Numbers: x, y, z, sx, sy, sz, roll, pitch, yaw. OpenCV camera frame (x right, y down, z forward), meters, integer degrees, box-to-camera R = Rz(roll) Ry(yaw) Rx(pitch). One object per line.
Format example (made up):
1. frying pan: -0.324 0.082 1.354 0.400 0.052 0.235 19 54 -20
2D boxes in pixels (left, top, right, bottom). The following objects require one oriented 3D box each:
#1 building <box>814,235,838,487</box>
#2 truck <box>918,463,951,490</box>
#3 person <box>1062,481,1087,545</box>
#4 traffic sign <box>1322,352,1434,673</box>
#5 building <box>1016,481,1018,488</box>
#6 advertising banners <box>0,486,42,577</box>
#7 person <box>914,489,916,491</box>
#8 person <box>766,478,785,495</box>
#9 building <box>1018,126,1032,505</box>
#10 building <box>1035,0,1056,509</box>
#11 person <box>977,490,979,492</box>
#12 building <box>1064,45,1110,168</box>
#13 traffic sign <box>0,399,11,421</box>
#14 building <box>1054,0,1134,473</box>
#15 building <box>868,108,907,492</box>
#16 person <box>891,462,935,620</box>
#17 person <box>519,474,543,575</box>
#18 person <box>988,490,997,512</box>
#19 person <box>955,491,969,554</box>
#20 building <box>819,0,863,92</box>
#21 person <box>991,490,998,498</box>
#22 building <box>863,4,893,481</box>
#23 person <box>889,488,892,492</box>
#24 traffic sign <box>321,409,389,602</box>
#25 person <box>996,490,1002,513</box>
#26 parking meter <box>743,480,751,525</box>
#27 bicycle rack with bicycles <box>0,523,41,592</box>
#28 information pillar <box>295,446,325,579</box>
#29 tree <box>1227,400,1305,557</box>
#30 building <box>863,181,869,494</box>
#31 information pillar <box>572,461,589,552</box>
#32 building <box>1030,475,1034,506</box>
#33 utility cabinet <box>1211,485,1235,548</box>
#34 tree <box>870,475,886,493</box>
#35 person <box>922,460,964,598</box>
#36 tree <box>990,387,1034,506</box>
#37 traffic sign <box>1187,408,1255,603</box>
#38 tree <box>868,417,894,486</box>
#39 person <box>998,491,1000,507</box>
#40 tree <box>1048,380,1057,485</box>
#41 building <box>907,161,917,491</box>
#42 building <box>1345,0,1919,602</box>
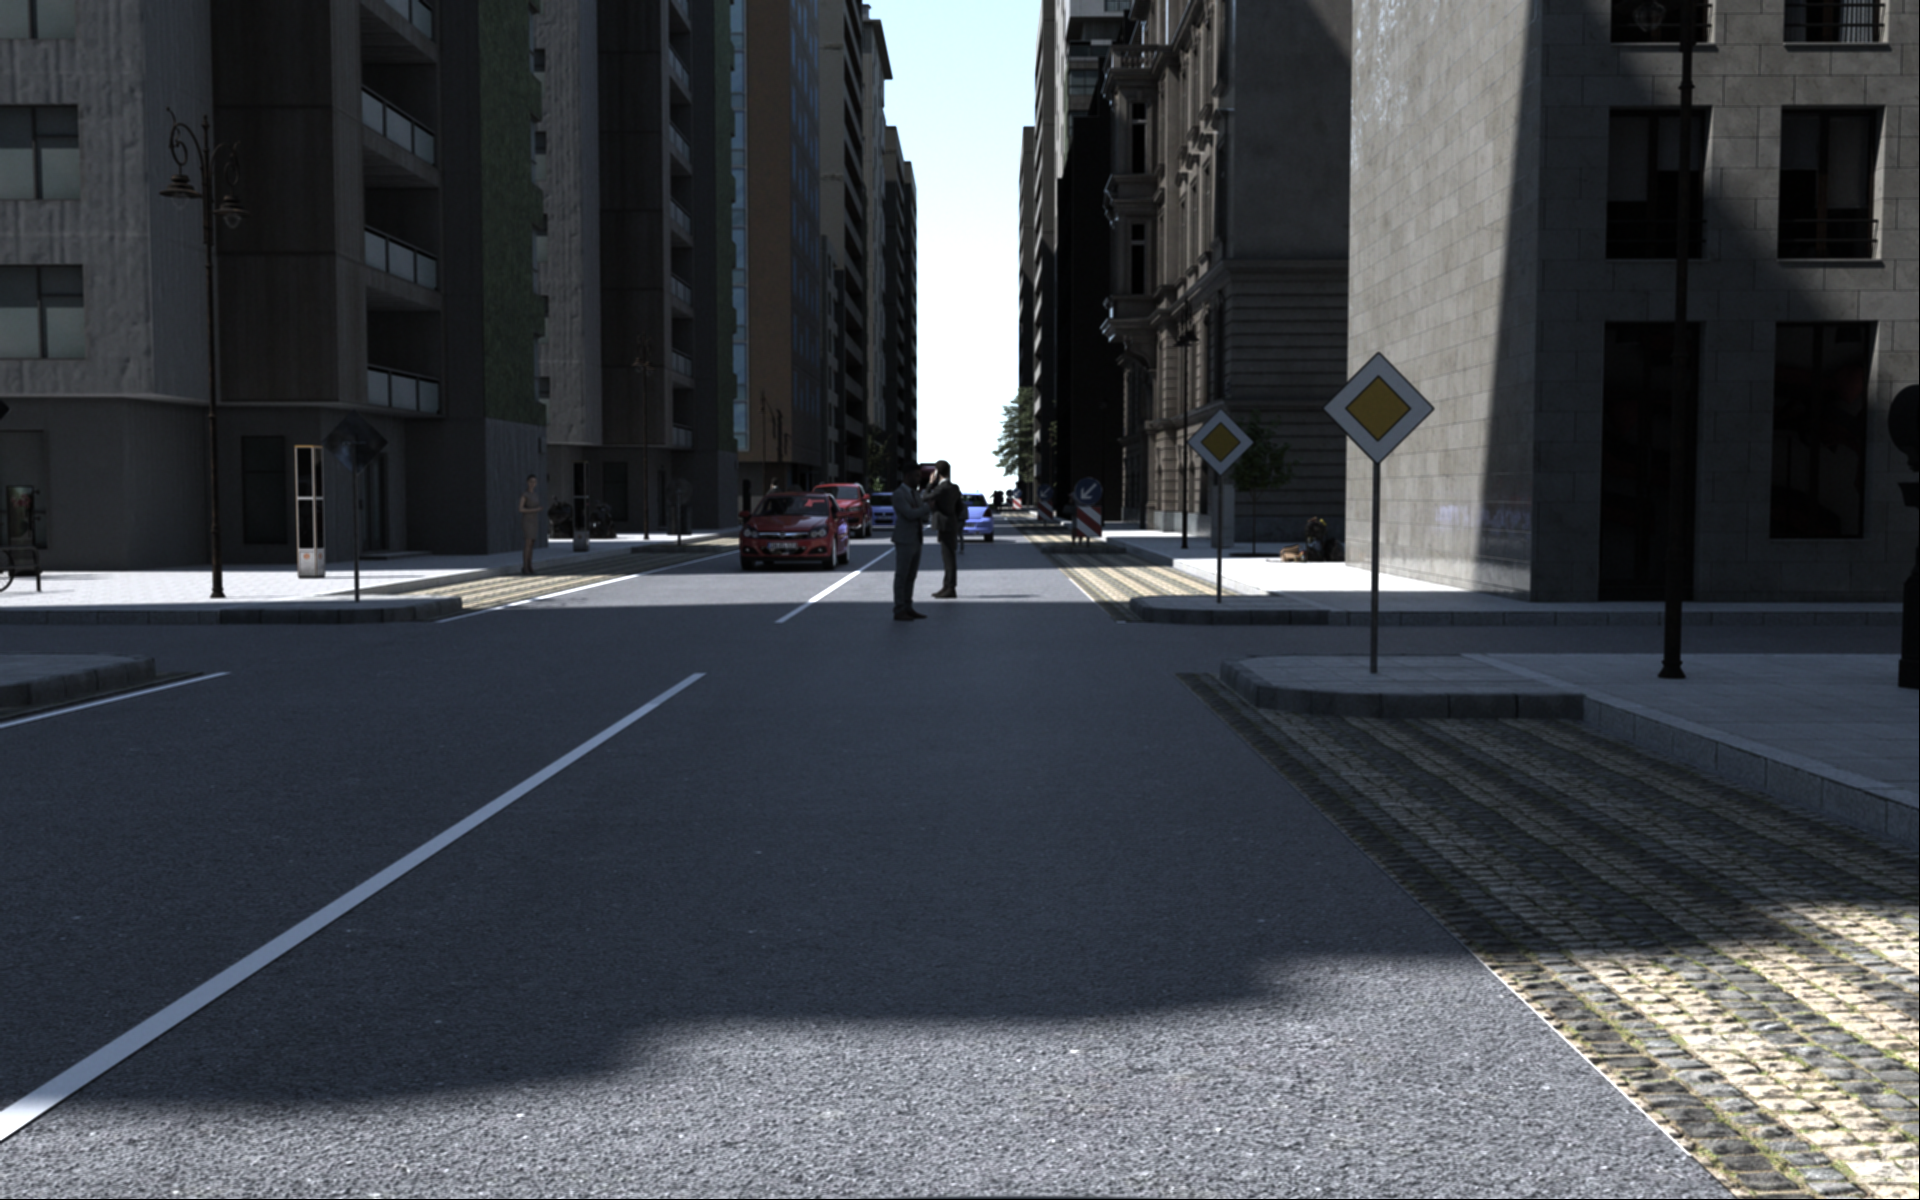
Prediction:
1. building: -22.763 -16.225 110.322 27.650 21.520 28.899 0 4 1
2. truck: -2.309 -10.330 157.801 2.839 4.237 11.283 0 4 2
3. person: 3.057 -2.255 45.719 0.716 1.782 0.532 0 4 5
4. traffic sign: 2.964 -0.533 12.358 0.795 2.450 0.064 0 4 1
5. building: 24.004 -33.611 241.415 32.217 40.220 23.993 0 4 1
6. advertising banners: -14.863 -1.833 26.152 0.090 3.025 2.074 2 4 25
7. person: -3.472 -7.596 132.676 1.348 1.826 0.705 -3 5 -44
8. person: -5.302 -2.589 50.187 0.648 1.900 0.474 -3 5 -41
9. building: 18.260 -36.332 217.728 21.300 48.544 21.600 0 4 1
10. building: 17.845 -32.803 160.023 21.300 48.544 21.600 0 4 1
11. person: 1.596 -9.197 158.899 0.705 1.821 1.348 -3 5 -41
12. building: 13.834 -21.018 115.351 14.160 30.474 14.107 0 4 1
13. traffic sign: -7.229 -0.541 12.487 0.795 2.450 0.064 0 4 1
14. building: 21.380 -33.402 135.354 28.713 52.752 27.495 0 4 1
15. building: -18.087 -36.334 217.768 21.300 48.544 21.600 0 4 1
16. person: -0.527 -0.677 19.751 0.466 1.800 0.511 1 4 13
17. person: -7.591 -1.335 30.672 0.374 1.781 0.599 1 4 18
18. person: 2.831 -7.916 138.647 1.217 1.743 0.721 1 4 20
19. person: -0.037 -1.872 41.710 0.523 1.515 0.503 0 4 6
20. building: -18.862 -31.251 134.660 21.300 48.544 21.600 0 4 1
21. person: 3.395 -9.589 165.368 1.348 1.812 0.705 -2 4 -30
22. building: -22.300 -36.907 192.666 28.713 52.752 27.495 0 4 1
23. person: -4.262 -5.985 106.360 1.348 1.823 0.705 0 4 -6
24. traffic sign: -7.144 -1.029 20.471 0.795 2.450 0.064 0 4 1
25. person: 3.064 -7.639 134.312 0.530 1.710 0.541 -3 5 -40
26. parking meter: -8.607 -3.929 69.942 0.255 1.863 0.399 0 4 8
27. bicycle rack with bicycles: -13.296 -0.523 21.933 2.852 0.926 2.925 1 4 9
28. information pillar: -9.895 -1.339 26.377 0.304 2.012 0.304 0 4 6
29. tree: 5.972 -2.506 35.580 1.663 3.219 1.824 0 3 0
30. building: -15.588 -23.346 153.414 14.160 30.474 14.107 0 4 1
31. information pillar: -8.452 -2.086 38.605 0.304 2.012 0.304 0 4 1
32. building: 18.306 -46.343 195.955 20.563 71.187 20.611 0 4 1
33. utility cabinet: 6.272 -2.000 41.384 0.318 1.500 1.173 1 4 21
34. tree: -8.102 -10.875 172.406 1.663 3.219 1.824 0 3 0
35. person: -0.249 -0.981 23.906 0.474 1.900 0.648 1 4 16
36. tree: 7.025 -16.203 183.051 7.486 12.596 7.792 0 3 0
37. traffic sign: 3.049 -1.021 20.342 0.795 2.450 0.064 0 4 1
38. tree: -8.623 -13.205 166.263 4.737 8.622 4.395 0 3 0
39. person: 4.375 -11.572 197.725 0.705 1.821 1.348 0 4 -4
40. tree: 7.126 -9.435 104.625 4.737 8.622 4.395 0 3 0
41. building: -16.940 -37.664 239.506 21.300 48.544 21.600 0 4 1
42. building: 15.219 -10.412 24.986 16.860 20.320 10.420 0 4 1
